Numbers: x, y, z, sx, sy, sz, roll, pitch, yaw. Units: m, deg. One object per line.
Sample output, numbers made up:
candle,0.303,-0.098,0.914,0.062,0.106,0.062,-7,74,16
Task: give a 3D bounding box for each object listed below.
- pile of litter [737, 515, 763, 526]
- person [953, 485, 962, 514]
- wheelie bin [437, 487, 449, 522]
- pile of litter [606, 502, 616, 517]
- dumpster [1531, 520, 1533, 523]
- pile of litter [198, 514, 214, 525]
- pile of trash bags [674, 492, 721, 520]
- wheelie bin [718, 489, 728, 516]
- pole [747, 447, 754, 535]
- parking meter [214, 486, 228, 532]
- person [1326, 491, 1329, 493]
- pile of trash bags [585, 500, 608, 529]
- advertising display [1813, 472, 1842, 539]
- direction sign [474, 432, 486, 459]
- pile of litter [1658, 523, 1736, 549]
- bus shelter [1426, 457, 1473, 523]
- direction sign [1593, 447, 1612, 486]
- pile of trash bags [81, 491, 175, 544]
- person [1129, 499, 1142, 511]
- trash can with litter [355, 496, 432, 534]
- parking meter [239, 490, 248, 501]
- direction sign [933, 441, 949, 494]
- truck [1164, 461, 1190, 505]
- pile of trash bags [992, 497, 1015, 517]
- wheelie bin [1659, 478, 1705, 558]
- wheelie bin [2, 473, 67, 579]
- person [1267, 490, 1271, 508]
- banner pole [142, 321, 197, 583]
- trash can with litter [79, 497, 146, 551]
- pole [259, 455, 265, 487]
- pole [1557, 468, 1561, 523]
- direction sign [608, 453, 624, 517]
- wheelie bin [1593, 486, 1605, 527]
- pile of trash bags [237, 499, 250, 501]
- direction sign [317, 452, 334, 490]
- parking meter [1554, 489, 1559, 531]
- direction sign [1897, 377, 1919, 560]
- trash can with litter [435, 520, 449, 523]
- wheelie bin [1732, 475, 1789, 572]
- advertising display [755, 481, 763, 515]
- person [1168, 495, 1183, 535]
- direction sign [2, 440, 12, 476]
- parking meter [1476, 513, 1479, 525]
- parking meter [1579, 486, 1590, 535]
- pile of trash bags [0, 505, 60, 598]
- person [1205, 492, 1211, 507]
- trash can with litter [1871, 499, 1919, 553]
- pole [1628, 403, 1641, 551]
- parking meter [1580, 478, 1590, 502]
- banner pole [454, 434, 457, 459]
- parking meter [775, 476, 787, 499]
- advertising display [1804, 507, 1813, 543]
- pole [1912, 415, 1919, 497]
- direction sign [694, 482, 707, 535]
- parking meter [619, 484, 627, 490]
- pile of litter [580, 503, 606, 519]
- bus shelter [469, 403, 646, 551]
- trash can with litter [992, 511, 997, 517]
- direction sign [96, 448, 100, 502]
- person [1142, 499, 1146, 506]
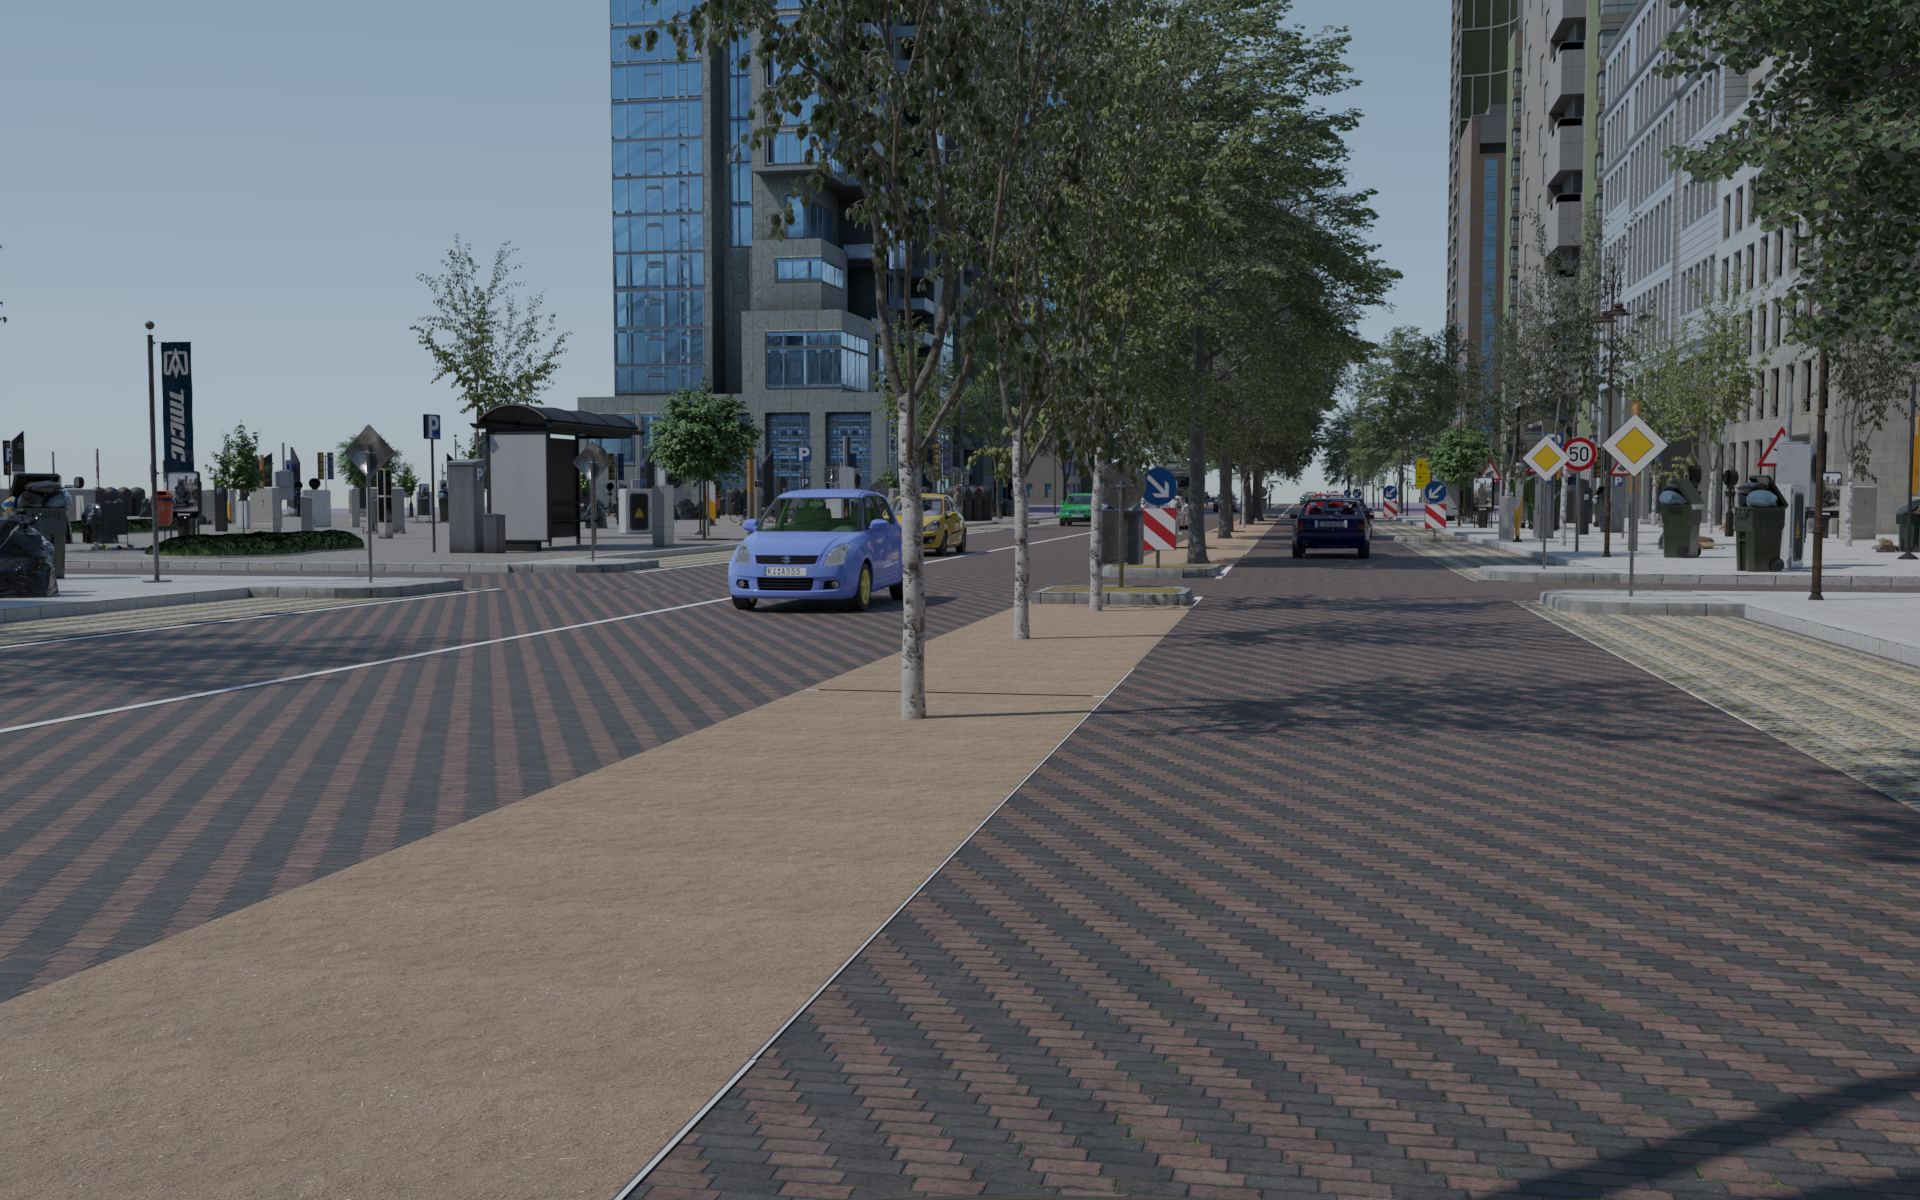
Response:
pile of litter,-8.429,-3.395,69.474,1.176,0.858,1.719,1,4,18
person,-0.143,-3.463,65.665,0.362,1.759,0.519,2,4,31
wheelie bin,-23.544,-4.370,79.354,0.693,1.594,0.980,0,4,1
pile of litter,-19.700,-5.209,99.138,1.719,0.858,1.176,0,4,-4
dumpster,24.566,-4.263,75.459,1.264,1.857,1.865,1,4,11
pile of litter,-32.150,-3.583,72.546,1.719,0.858,1.176,0,4,-1
pile of trash bags,-13.256,-4.712,86.787,1.912,1.369,3.447,2,4,35
wheelie bin,-14.288,-5.815,102.988,0.980,1.594,0.693,0,4,-2
pole,-6.497,-3.662,53.725,0.158,3.312,0.155,0,3,0
parking meter,-25.148,-3.257,58.964,0.399,1.863,0.255,0,4,-3
person,40.886,-11.257,192.517,0.705,1.831,1.348,-1,4,-9
pile of trash bags,-14.854,-3.376,64.958,3.447,1.369,1.912,0,4,2
advertising display,24.955,-2.746,50.114,0.974,1.923,0.123,2,4,25
direction sign,-17.468,-4.352,63.154,0.379,3.537,0.876,-3,5,-43
pile of litter,17.061,-1.617,40.401,1.719,0.858,1.176,0,4,-2
bus shelter,22.582,-5.239,79.573,2.014,3.302,5.546,1,4,11
direction sign,31.015,-5.606,83.655,0.876,3.537,0.379,0,4,-6
pile of trash bags,-22.397,-2.177,45.348,3.447,1.369,1.912,-1,4,-15
person,4.997,-2.462,49.024,0.793,1.790,0.793,-1,4,-22
trash can with litter,-18.478,-2.732,55.732,2.233,1.210,1.678,2,4,26
parking meter,-38.069,-5.281,92.062,0.255,1.863,0.399,2,4,25
direction sign,-0.811,-5.025,74.149,0.876,3.537,0.379,3,4,37
truck,18.879,-9.761,148.506,2.839,4.237,11.283,1,4,10
pile of trash bags,1.553,-5.385,97.789,3.447,1.369,1.912,-1,4,-9
wheelie bin,14.498,-1.649,34.861,0.980,1.594,0.693,-3,5,-44
wheelie bin,-13.894,-1.118,26.181,0.693,1.594,0.980,3,5,39
person,30.855,-10.036,172.666,0.705,1.814,1.350,1,4,21
banner pole,-11.473,-2.145,25.096,0.863,3.779,0.401,0,4,7
trash can with litter,-18.979,-1.757,39.778,2.233,1.210,1.678,-2,4,-25
pole,-36.108,-5.859,89.644,0.158,3.312,0.155,0,3,0
pole,24.392,-4.692,70.549,0.158,3.312,0.155,0,3,0
direction sign,-19.156,-6.395,96.552,0.876,3.537,0.379,-2,4,-25
wheelie bin,24.920,-3.603,66.812,0.980,1.594,0.693,-1,4,-16
pile of trash bags,-41.330,-5.562,100.686,3.447,1.369,1.912,-2,4,-30
direction sign,-34.347,-6.229,93.834,0.876,3.537,0.379,0,4,2
parking meter,20.731,-3.191,60.583,0.372,1.533,0.369,0,3,0
direction sign,18.618,-2.563,33.902,0.379,3.537,0.876,2,4,26
trash can with litter,-23.148,-3.978,76.098,2.233,1.210,1.678,-2,4,-28
wheelie bin,13.221,-1.268,28.645,0.693,1.594,0.980,0,4,-3
advertising display,-9.973,-4.940,85.983,0.123,1.923,0.974,1,4,11
person,7.589,-3.051,60.981,0.503,1.515,0.523,-1,4,-13
direction sign,-39.923,-4.957,73.050,0.379,3.537,0.876,2,4,25
parking meter,21.453,-4.003,71.159,0.399,1.863,0.255,-1,4,-20
parking meter,19.582,-2.815,54.435,0.372,1.533,0.369,0,3,0
pile of trash bags,-13.120,-0.727,21.635,3.447,1.369,1.912,-1,4,-19
person,28.167,-11.466,196.785,0.721,1.723,1.217,-2,4,-27
trash can with litter,20.654,-1.628,37.997,1.055,1.170,0.624,0,4,-1
pole,15.102,-2.748,38.780,0.158,3.312,0.155,0,3,0
parking meter,22.381,-3.451,62.128,0.399,1.863,0.255,1,4,11
banner pole,-21.161,-5.059,72.736,0.401,3.779,0.863,-1,4,-17
parking meter,-5.938,-3.170,57.546,0.255,1.863,0.399,2,4,26
advertising display,21.934,-2.462,45.475,0.974,1.923,0.123,-2,4,-29
pole,24.716,-3.117,44.811,0.158,3.312,0.155,0,3,0
direction sign,-8.183,-3.822,54.494,0.379,3.537,0.876,-2,4,-29
parking meter,-18.951,-5.614,97.497,0.399,1.863,0.255,1,4,21
pile of litter,-17.951,-4.259,83.605,1.176,0.858,1.719,-1,4,-21
bus shelter,-9.451,-2.898,41.305,2.014,3.302,5.546,1,4,11
trash can with litter,1.585,-5.166,95.859,1.055,1.170,0.624,-1,4,-21
direction sign,-42.857,-5.759,86.160,0.379,3.537,0.876,-2,4,-30
person,8.462,-4.270,78.498,0.728,1.800,0.709,3,5,43
